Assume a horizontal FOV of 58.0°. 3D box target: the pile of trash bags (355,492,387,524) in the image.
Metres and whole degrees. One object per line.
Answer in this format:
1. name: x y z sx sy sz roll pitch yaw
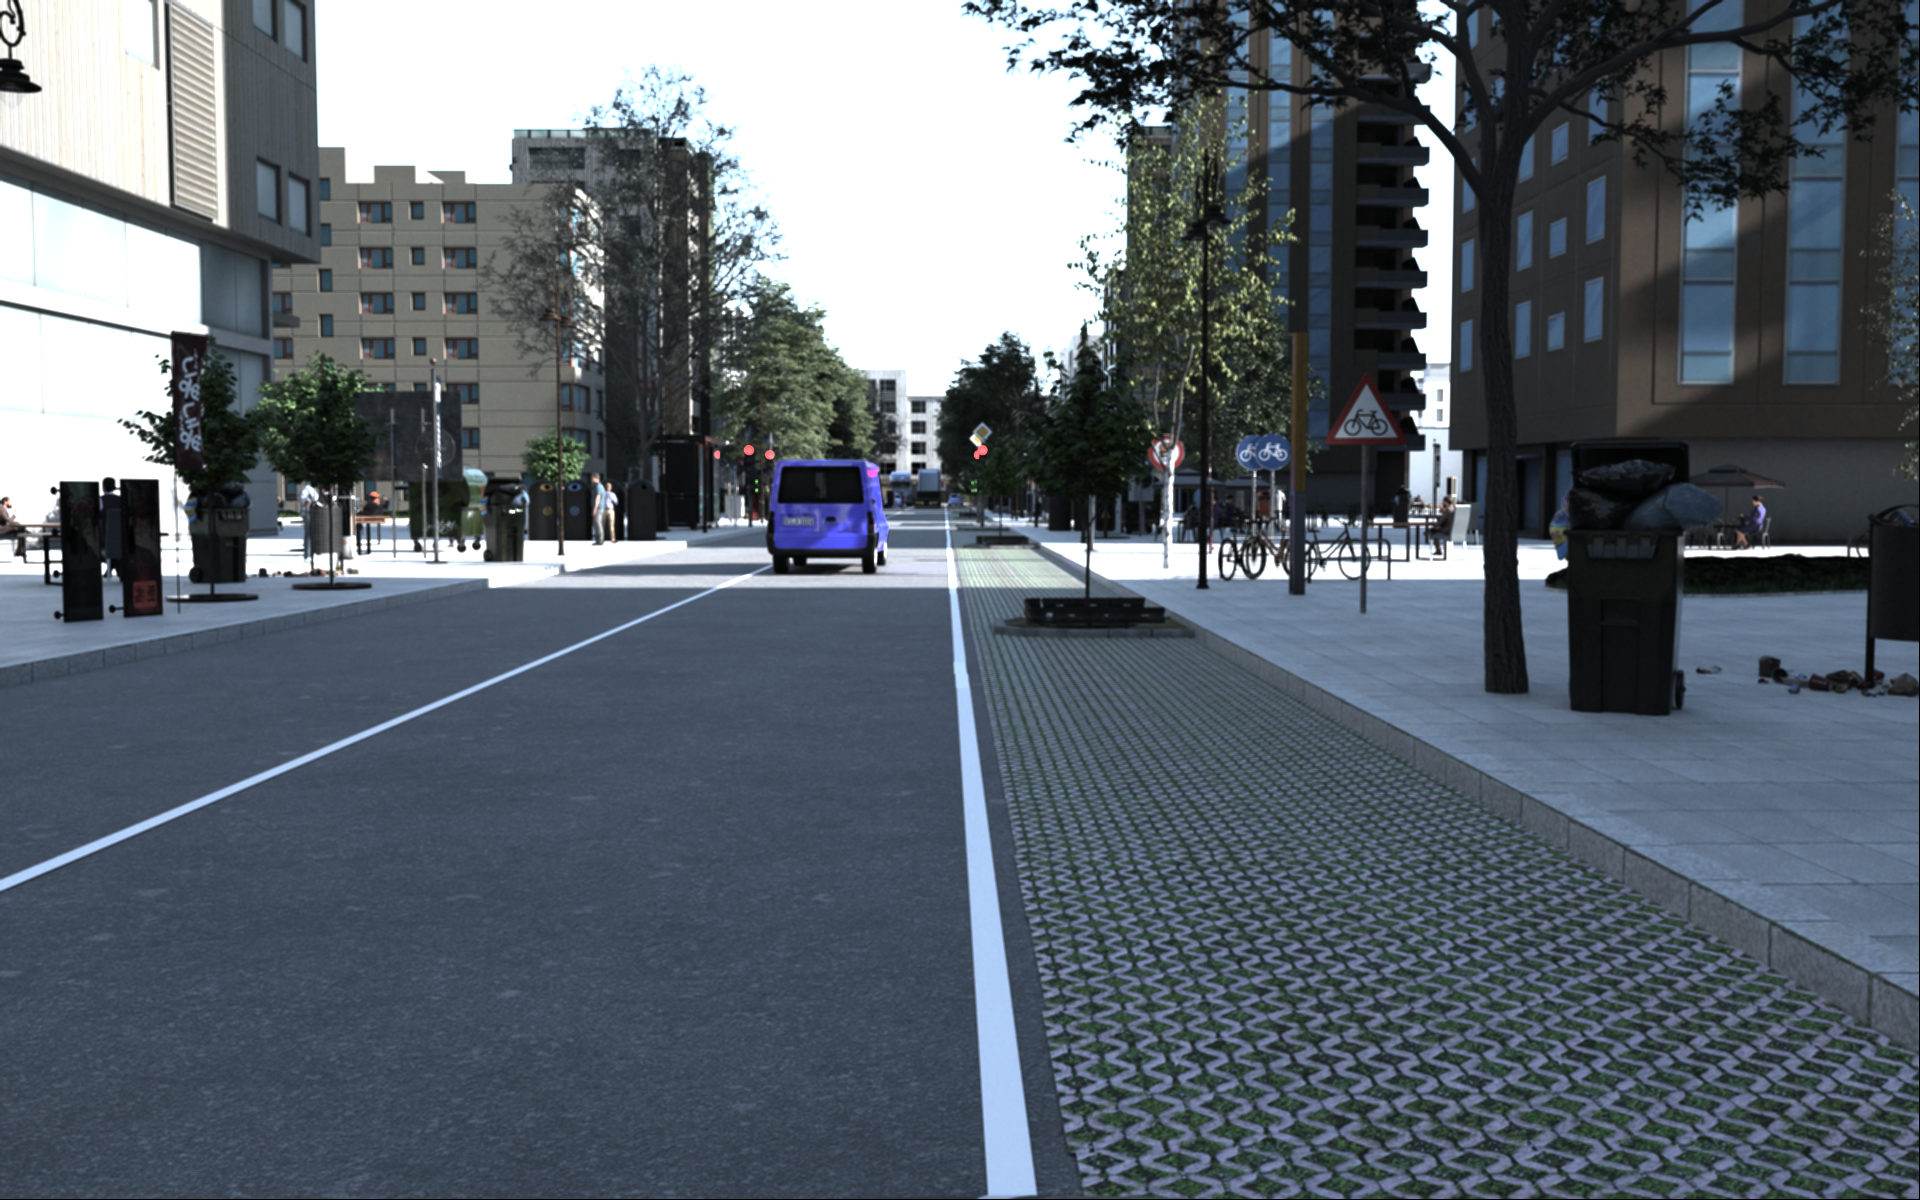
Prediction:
1. pile of trash bags: -26.223 -4.074 76.359 1.912 1.369 3.447 0 4 -5

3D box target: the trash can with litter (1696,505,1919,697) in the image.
1. trash can with litter: 6.028 -0.031 11.558 1.678 1.210 2.233 -2 4 -26

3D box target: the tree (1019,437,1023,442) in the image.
1. tree: 3.915 -4.880 63.507 4.285 4.588 4.351 0 3 0

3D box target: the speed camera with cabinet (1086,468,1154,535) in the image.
1. speed camera with cabinet: 5.011 -3.659 54.157 2.038 3.252 0.660 -1 4 -13

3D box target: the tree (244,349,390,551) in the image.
1. tree: -14.427 -3.403 39.353 4.285 4.588 4.351 0 3 0

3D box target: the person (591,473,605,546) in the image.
1. person: -9.052 -2.260 43.118 0.434 1.807 0.598 0 4 8

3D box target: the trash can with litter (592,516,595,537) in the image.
1. trash can with litter: -10.922 -2.515 52.177 2.233 1.210 1.678 2 4 25

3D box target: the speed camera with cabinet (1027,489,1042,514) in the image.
1. speed camera with cabinet: 4.840 -6.853 106.387 0.660 3.252 2.038 -2 4 -28

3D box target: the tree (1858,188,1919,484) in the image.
1. tree: 22.384 -5.440 39.307 4.360 8.622 3.978 0 3 0

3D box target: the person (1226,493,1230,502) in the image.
1. person: 15.666 -5.599 101.496 0.340 1.345 0.435 1 4 17

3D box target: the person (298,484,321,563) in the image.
1. person: -12.230 -1.576 32.529 0.376 1.734 0.841 -1 4 -20

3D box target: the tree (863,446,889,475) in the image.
1. tree: -11.145 -16.377 218.128 4.360 8.622 3.978 0 3 0

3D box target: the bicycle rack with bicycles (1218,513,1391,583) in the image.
1. bicycle rack with bicycles: 5.000 -0.781 26.157 2.925 0.926 2.852 -2 4 -35

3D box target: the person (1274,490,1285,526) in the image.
1. person: 13.054 -3.824 71.177 0.875 1.805 0.789 0 4 -5

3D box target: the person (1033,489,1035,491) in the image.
1. person: 8.239 -11.377 192.145 1.350 1.814 0.705 0 4 1

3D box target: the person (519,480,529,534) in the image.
1. person: -14.081 -2.988 55.572 0.621 1.740 0.551 0 4 4

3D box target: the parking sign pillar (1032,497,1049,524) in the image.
1. parking sign pillar: 3.869 -5.317 75.405 1.447 3.967 1.447 0 4 -8

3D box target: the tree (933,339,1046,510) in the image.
1. tree: 2.589 -14.213 139.042 9.857 13.997 8.962 0 3 0

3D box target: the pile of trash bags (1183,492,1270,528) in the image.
1. pile of trash bags: 10.497 -3.523 67.347 3.447 1.369 1.912 -1 4 -14

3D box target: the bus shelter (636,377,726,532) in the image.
1. bus shelter: -10.077 -5.182 62.350 2.179 5.291 8.768 0 4 -1

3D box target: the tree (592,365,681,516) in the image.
1. tree: -18.891 -9.108 99.278 4.360 8.622 3.978 0 3 0

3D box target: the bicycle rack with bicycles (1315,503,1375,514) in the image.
1. bicycle rack with bicycles: 14.568 -3.212 65.901 2.852 0.926 2.925 1 4 12

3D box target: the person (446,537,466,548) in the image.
1. person: -12.069 -2.128 41.360 0.617 1.759 0.750 0 4 -2

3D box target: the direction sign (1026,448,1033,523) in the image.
1. direction sign: 3.170 -5.244 77.736 0.379 3.537 0.876 -1 4 -19

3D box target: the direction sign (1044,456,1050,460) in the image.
1. direction sign: 3.391 -4.233 61.206 0.876 3.537 0.379 0 4 -2

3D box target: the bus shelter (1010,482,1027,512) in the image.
1. bus shelter: 4.502 -9.303 129.739 2.179 5.291 8.768 0 4 0

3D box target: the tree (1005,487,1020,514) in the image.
1. tree: 3.410 -7.120 111.016 1.663 3.219 1.824 0 3 0

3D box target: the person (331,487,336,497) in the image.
1. person: -21.074 -3.165 58.506 0.841 1.734 0.376 3 4 38

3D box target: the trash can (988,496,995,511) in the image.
1. trash can: 2.466 -7.376 132.258 0.748 1.137 0.748 0 3 0

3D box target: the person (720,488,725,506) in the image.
1. person: -17.264 -7.231 124.961 0.600 1.739 0.565 -1 4 -14

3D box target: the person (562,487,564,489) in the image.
1. person: -17.698 -4.399 78.768 0.742 1.727 0.445 -1 4 -15

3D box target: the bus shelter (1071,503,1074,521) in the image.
1. bus shelter: 5.075 -6.390 82.109 2.179 5.291 8.768 0 4 0

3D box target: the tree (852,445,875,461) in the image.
1. tree: -10.231 -13.410 169.613 4.737 8.622 4.395 0 3 0

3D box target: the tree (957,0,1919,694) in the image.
1. tree: 3.206 -4.681 10.948 7.601 10.594 8.767 0 4 -1

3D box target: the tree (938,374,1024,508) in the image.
1. tree: 2.585 -15.094 157.156 12.009 13.543 11.850 0 3 0

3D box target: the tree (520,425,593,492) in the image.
1. tree: -19.167 -6.029 82.286 4.285 4.588 4.351 0 3 0

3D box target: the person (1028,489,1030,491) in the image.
1. person: 7.086 -10.515 178.413 0.568 1.767 0.683 1 4 11

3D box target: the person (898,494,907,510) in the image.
1. person: -5.324 -9.100 160.512 0.991 1.433 0.599 -1 4 -15

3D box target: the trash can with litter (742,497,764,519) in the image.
1. trash can with litter: -10.598 -4.715 88.474 1.055 1.170 0.624 -3 5 -45

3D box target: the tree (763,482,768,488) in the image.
1. tree: -16.849 -9.687 142.096 4.285 4.588 4.351 0 3 0

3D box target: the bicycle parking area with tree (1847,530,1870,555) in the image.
1. bicycle parking area with tree: 20.245 -2.604 29.578 8.231 4.147 9.016 -1 4 -10

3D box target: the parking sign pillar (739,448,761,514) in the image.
1. parking sign pillar: -11.813 -6.695 97.940 1.447 3.967 1.447 0 4 7

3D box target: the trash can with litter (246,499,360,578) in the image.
1. trash can with litter: -10.393 -0.992 27.269 1.678 1.210 2.233 3 5 42

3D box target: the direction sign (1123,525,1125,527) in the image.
1. direction sign: 6.408 -4.564 66.626 0.379 3.537 0.876 2 4 31

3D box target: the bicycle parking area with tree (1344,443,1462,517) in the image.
1. bicycle parking area with tree: 25.852 -6.715 96.799 8.231 4.147 9.016 -3 5 -42

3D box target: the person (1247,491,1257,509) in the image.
1. person: 16.972 -5.627 100.002 0.435 1.587 0.963 -2 4 -31

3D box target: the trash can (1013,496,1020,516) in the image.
1. trash can: 3.392 -5.600 103.218 0.748 1.137 0.748 0 3 0

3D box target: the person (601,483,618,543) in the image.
1. person: -9.187 -2.269 45.212 0.516 1.574 0.319 1 4 20

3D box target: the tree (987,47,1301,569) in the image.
1. tree: 3.657 -4.850 29.652 4.737 8.622 4.395 0 3 0

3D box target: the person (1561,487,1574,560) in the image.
1. person: 11.778 -1.471 33.327 0.421 1.427 0.697 1 4 10

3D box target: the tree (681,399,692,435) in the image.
1. tree: -18.582 -9.489 105.504 4.360 8.622 3.978 0 3 0
